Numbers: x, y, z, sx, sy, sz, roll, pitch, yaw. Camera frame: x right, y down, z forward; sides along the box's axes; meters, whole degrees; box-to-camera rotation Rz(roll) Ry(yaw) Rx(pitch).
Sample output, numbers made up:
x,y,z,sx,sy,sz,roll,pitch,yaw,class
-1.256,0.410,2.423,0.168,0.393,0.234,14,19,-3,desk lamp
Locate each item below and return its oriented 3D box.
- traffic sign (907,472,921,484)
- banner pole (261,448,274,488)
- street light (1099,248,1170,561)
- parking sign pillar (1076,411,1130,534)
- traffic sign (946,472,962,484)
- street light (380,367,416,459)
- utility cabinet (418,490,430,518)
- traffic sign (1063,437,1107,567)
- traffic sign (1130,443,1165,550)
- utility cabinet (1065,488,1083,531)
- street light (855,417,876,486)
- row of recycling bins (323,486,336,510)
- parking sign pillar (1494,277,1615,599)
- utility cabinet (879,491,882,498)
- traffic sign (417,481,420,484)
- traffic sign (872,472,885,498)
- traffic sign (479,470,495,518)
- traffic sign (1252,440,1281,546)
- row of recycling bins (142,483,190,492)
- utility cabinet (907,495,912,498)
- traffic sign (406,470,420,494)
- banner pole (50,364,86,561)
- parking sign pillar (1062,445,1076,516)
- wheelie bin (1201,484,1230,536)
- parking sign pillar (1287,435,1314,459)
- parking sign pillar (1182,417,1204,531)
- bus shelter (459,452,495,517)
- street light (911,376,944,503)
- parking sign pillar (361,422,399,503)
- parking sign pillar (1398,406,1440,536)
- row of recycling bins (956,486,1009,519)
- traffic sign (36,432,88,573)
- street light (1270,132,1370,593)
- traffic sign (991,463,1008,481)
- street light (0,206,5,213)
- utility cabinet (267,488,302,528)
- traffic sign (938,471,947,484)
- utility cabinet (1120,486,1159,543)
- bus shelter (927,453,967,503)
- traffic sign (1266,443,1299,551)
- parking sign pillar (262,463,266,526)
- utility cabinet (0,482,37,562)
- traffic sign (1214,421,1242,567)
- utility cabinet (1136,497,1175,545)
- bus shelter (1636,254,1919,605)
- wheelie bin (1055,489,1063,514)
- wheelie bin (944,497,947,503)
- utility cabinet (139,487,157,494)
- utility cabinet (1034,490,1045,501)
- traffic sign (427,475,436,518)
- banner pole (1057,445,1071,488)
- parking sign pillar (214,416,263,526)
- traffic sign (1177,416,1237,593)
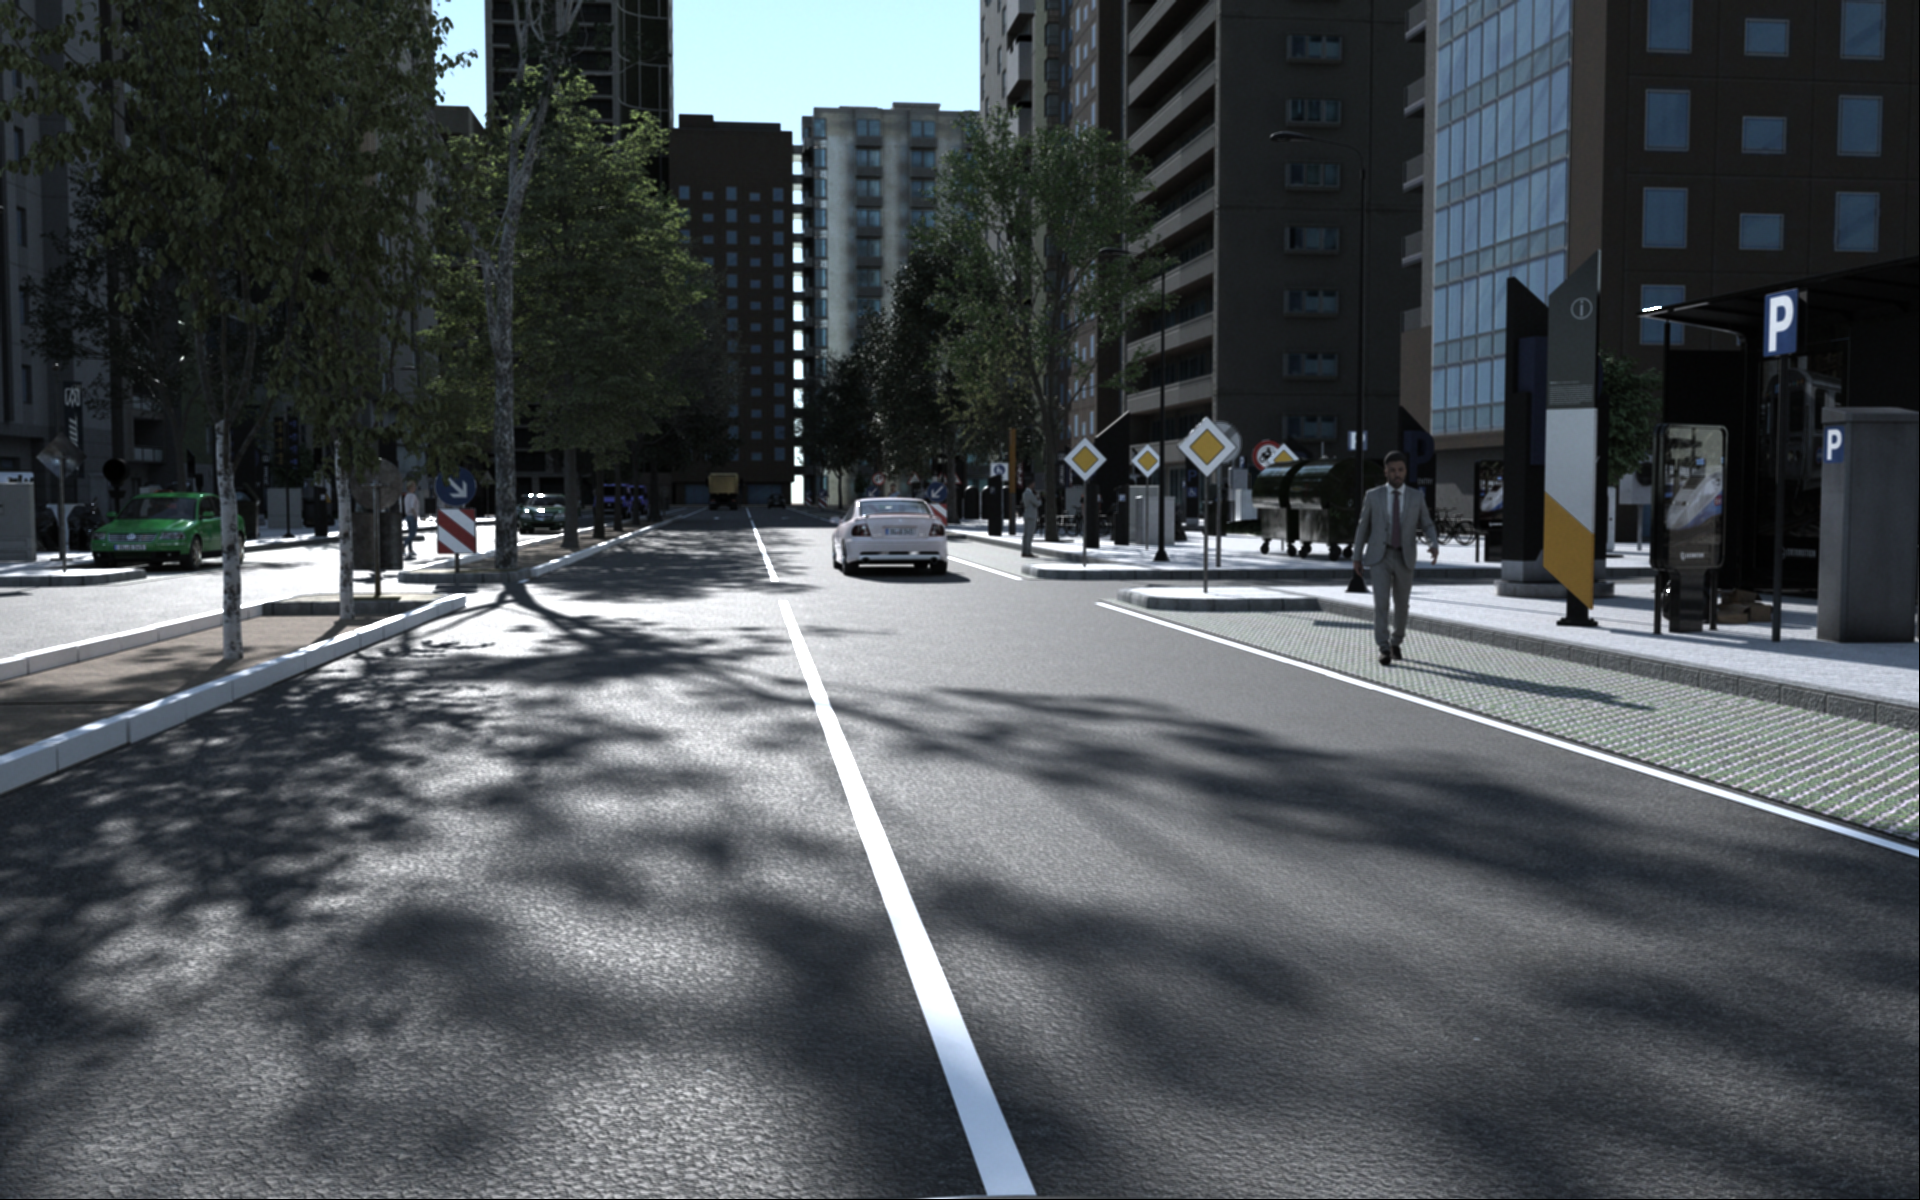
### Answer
x,y,z,sx,sy,sz,roll,pitch,yaw,class
-2.469,-5.783,94.550,0.884,2.594,0.081,0,4,-2,traffic sign
-37.270,-6.326,93.439,0.401,3.779,0.863,3,5,43,banner pole
3.315,-3.692,32.903,1.470,5.913,1.316,0,4,-7,street light
4.844,-4.134,56.060,1.447,3.967,1.447,-2,4,-31,parking sign pillar
-0.322,-5.675,92.795,0.884,2.594,0.081,0,4,-5,traffic sign
-20.582,-5.554,63.355,1.470,5.913,1.316,0,4,-7,street light
-28.029,-5.009,90.576,0.318,1.500,1.173,0,4,-4,utility cabinet
2.183,-1.633,30.341,0.795,2.450,0.064,0,4,-7,traffic sign
4.279,-2.350,39.609,0.795,2.450,0.064,0,4,-5,traffic sign
4.095,-3.091,59.221,0.318,1.500,1.173,-3,4,-36,utility cabinet
-5.621,-8.034,103.890,1.470,5.913,1.316,0,4,-7,street light
-34.674,-5.357,94.694,1.069,1.692,3.534,-1,4,-22,row of recycling bins
7.488,-2.035,21.738,1.447,3.967,1.447,-1,4,-21,parking sign pillar
-5.005,-5.752,102.728,0.318,1.500,1.173,2,4,24,utility cabinet
-29.498,-5.712,93.504,0.768,2.556,0.104,0,4,-4,traffic sign
-4.721,-6.148,100.623,0.768,2.556,0.104,0,4,-4,traffic sign
-25.416,-5.699,93.190,0.884,2.594,0.081,0,4,-6,traffic sign
7.224,-2.482,40.680,0.768,2.556,0.104,0,4,1,traffic sign
-30.527,-3.627,66.409,1.069,1.692,3.534,-3,5,-44,row of recycling bins
-2.459,-5.259,97.140,1.020,1.237,0.306,0,4,-7,utility cabinet
-28.942,-5.603,91.715,0.768,2.556,0.104,0,4,-3,traffic sign
-17.334,-2.669,33.660,0.401,3.779,0.863,1,4,18,banner pole
6.310,-6.491,94.603,1.447,3.967,1.447,1,4,23,parking sign pillar
7.901,-2.791,53.540,0.693,1.594,0.980,-2,4,-27,wheelie bin
15.312,-5.494,78.296,1.447,3.967,1.447,3,5,41,parking sign pillar
8.114,-4.396,60.349,1.447,3.967,1.447,1,4,9,parking sign pillar
-27.501,-6.639,99.825,1.731,3.624,6.357,0,4,-7,bus shelter
-1.215,-5.849,68.171,1.470,5.913,1.316,0,4,-7,street light
-21.680,-4.662,64.694,1.447,3.967,1.447,0,4,-7,parking sign pillar
14.060,-3.965,53.307,1.447,3.967,1.447,-2,4,-34,parking sign pillar
1.082,-5.001,88.875,3.534,1.692,1.069,0,4,2,row of recycling bins
-14.631,-1.505,28.245,0.795,2.450,0.064,0,4,-7,traffic sign
4.669,-3.053,22.453,1.470,5.913,1.316,0,4,-7,street light
1.273,-3.296,56.023,0.606,2.300,0.079,0,4,-2,traffic sign
-16.037,-3.385,27.886,1.470,5.913,1.316,0,4,-7,street light
-25.107,-3.407,64.385,1.173,1.500,0.318,-1,4,-16,utility cabinet
-0.964,-5.749,93.993,0.884,2.594,0.081,0,4,-3,traffic sign
4.680,-2.215,44.896,1.173,1.500,0.318,3,4,39,utility cabinet
-0.763,-6.752,101.685,1.731,3.624,6.357,0,4,-7,bus shelter
7.271,-2.312,38.987,0.795,2.450,0.064,0,4,-3,traffic sign
-28.979,-5.002,70.261,1.447,3.967,1.447,-2,4,-35,parking sign pillar
-18.033,-1.456,32.490,1.173,1.500,0.318,-1,4,-12,utility cabinet
4.532,-1.847,30.306,0.768,2.556,0.104,0,4,-4,traffic sign
4.946,-2.000,43.862,1.020,1.237,0.306,-2,4,-28,utility cabinet
9.962,-1.727,19.514,1.731,3.624,6.357,0,4,-7,bus shelter
5.924,-5.929,104.840,0.693,1.594,0.980,2,4,26,wheelie bin
-0.593,-5.091,91.139,0.980,1.594,0.693,-1,4,-16,wheelie bin
-24.127,-2.619,51.500,0.318,1.500,1.173,-1,4,-15,utility cabinet
4.864,-5.751,102.702,1.173,1.500,0.318,0,4,6,utility cabinet
-28.185,-5.669,92.797,0.768,2.556,0.104,0,4,-4,traffic sign
5.397,-6.060,89.096,0.863,3.779,0.401,-1,4,-8,banner pole
-25.046,-4.367,59.865,1.447,3.967,1.447,-1,4,-20,parking sign pillar
3.184,-1.148,22.418,0.795,2.450,0.064,0,4,-7,traffic sign
